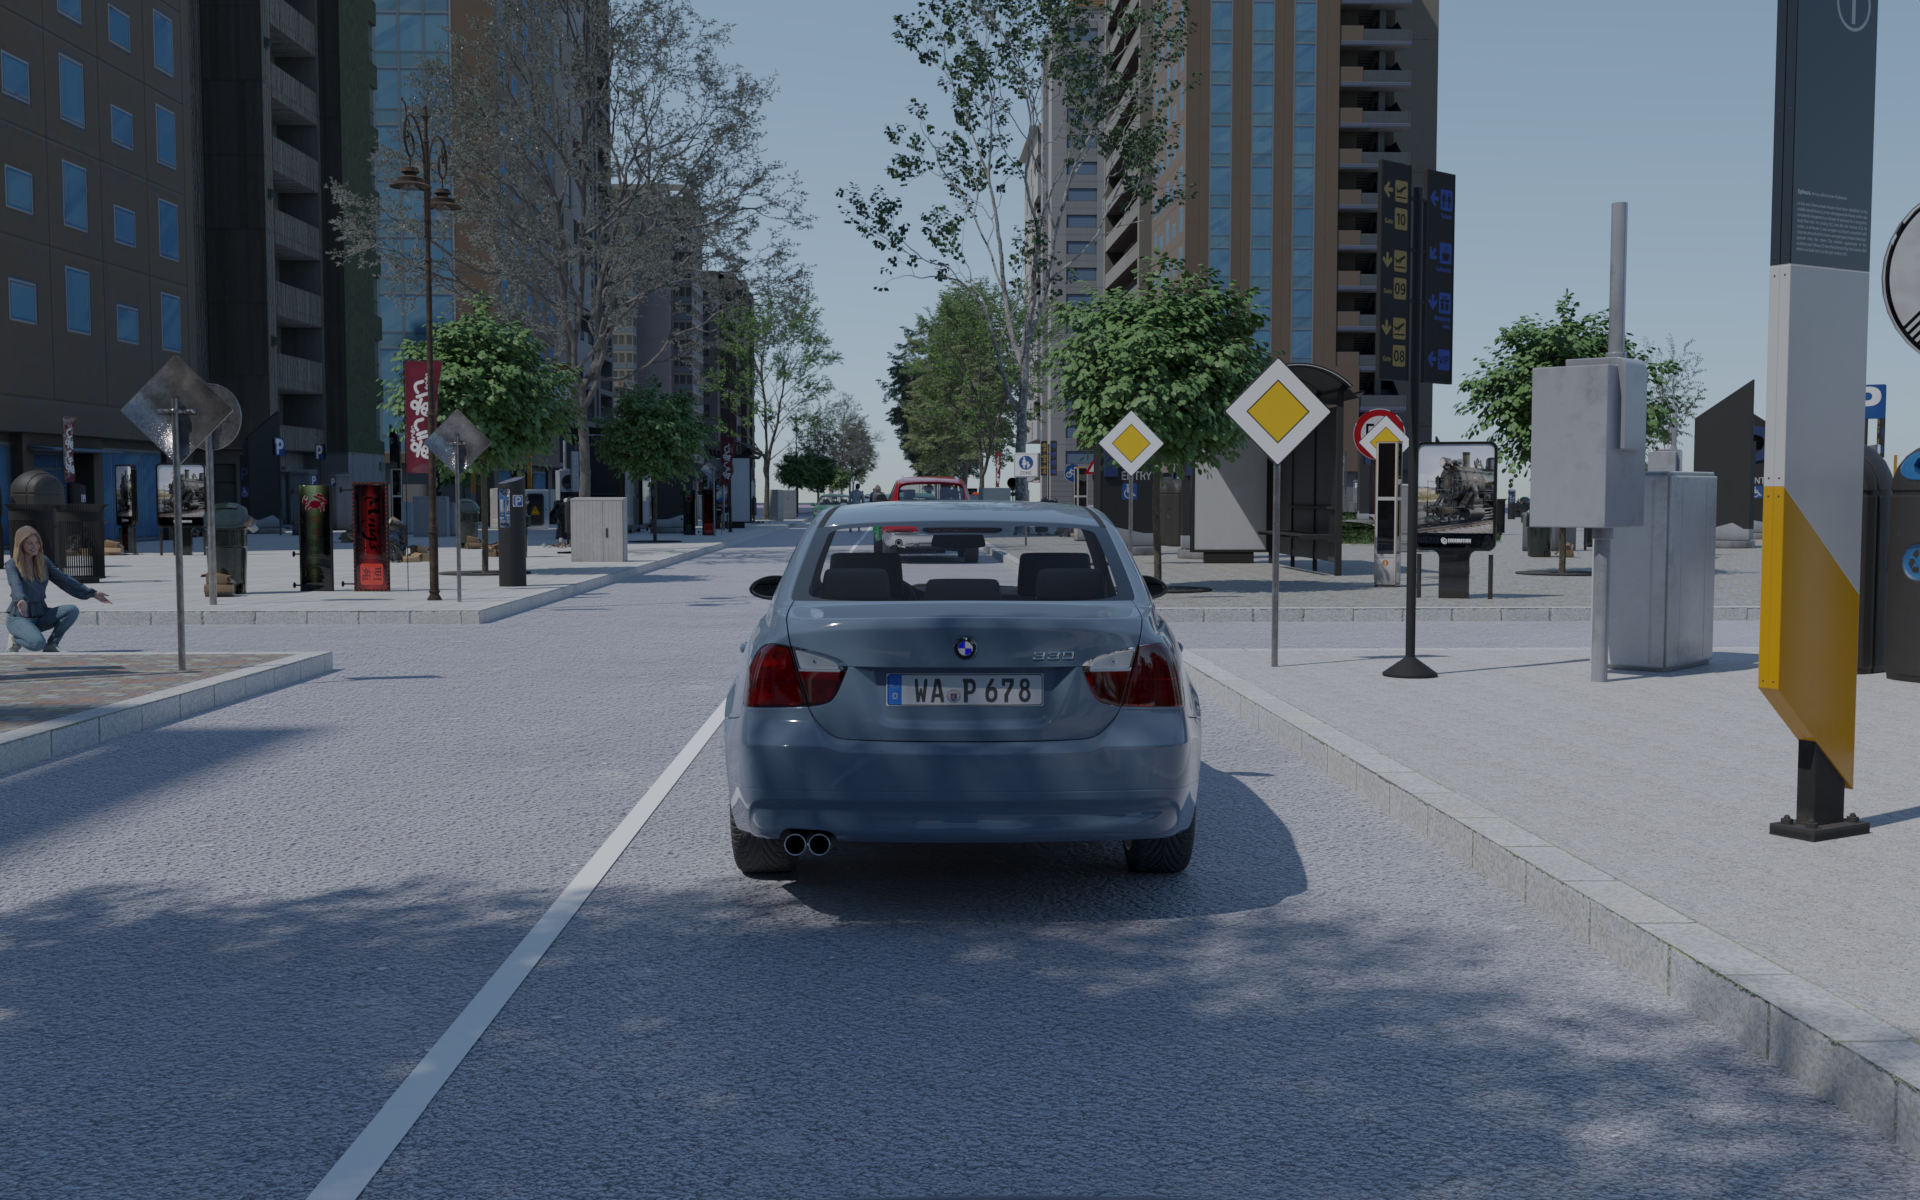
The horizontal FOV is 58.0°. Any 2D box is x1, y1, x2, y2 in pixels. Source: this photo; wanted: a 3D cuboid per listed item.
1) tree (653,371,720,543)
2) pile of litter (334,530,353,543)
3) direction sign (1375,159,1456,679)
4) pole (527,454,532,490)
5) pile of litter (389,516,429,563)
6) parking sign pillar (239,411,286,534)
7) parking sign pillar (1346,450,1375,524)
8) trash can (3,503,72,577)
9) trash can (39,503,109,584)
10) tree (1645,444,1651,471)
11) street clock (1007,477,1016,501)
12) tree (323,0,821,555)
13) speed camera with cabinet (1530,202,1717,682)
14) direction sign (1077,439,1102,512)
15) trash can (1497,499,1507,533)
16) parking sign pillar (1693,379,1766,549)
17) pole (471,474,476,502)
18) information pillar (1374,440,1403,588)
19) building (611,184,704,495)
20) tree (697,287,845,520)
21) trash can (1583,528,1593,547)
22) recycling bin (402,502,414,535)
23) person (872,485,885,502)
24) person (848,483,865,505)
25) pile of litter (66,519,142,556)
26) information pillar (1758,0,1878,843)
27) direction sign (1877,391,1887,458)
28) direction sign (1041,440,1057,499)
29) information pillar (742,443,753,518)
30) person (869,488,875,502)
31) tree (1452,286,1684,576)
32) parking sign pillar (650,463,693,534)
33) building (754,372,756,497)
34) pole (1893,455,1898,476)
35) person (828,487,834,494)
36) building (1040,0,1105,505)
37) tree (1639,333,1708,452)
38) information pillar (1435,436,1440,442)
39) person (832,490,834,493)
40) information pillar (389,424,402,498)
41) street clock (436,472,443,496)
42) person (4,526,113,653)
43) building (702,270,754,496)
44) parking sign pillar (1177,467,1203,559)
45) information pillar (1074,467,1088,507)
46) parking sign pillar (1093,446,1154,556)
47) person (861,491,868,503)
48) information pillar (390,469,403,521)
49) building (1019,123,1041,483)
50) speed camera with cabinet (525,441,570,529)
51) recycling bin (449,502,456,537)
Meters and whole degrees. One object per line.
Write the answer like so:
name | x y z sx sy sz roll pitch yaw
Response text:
tree | -8.093 -3.814 46.077 4.285 4.588 4.351 0 3 0
pile of litter | -16.061 -1.975 46.249 1.176 0.858 1.719 2 4 30
direction sign | 3.169 -1.229 12.093 0.876 3.537 0.379 -3 5 -41
pole | -16.091 -4.336 64.744 0.158 3.312 0.155 0 3 0
pile of litter | -10.524 -1.172 33.129 1.176 0.858 1.719 1 4 14
parking sign pillar | -22.638 -4.133 56.041 1.447 3.967 1.447 2 4 26
parking sign pillar | 17.199 -5.220 73.819 1.447 3.967 1.447 1 4 8
trash can | -14.081 -0.895 26.285 0.748 1.137 0.748 0 3 0
trash can | -12.667 -0.814 24.962 0.748 1.137 0.748 0 3 0
tree | 21.840 -3.740 55.747 1.663 3.219 1.824 0 3 0
street clock | 2.297 -4.327 75.311 0.471 2.002 0.358 2 4 29
tree | -8.024 -7.727 36.710 12.009 13.543 11.850 0 3 0
speed camera with cabinet | 4.811 -1.110 12.479 0.660 3.252 2.038 3 5 43
direction sign | 2.517 -2.388 31.038 0.876 3.537 0.379 1 4 18
trash can | 16.834 -2.620 54.488 0.748 1.137 0.748 0 3 0
parking sign pillar | 18.224 -3.231 41.295 1.447 3.967 1.447 3 4 39
pole | -19.014 -4.515 67.658 0.158 3.312 0.155 0 3 0
information pillar | 5.910 -1.186 23.888 0.304 2.012 0.304 2 4 27
building | -43.323 -31.342 204.314 32.217 40.220 23.993 0 4 -2
tree | -9.518 -9.779 85.644 9.928 11.665 9.643 0 3 0
trash can | 15.438 -1.854 41.962 0.748 1.137 0.748 0 3 0
recycling bin | -17.649 -2.609 55.214 0.722 1.027 0.722 0 4 3
person | -3.143 -3.588 67.351 0.537 1.800 0.526 0 4 1
person | -3.905 -3.476 65.185 0.661 1.843 0.795 1 4 13
pile of litter | -18.034 -1.360 36.197 1.719 0.858 1.176 -1 4 -17
information pillar | 3.172 -0.919 6.383 0.504 3.616 0.183 -2 4 -30
direction sign | 19.970 -2.789 37.604 0.379 3.537 0.876 1 4 19
direction sign | 3.764 -4.985 73.497 0.876 3.537 0.379 3 5 43
information pillar | -9.802 -5.429 80.118 0.504 3.616 0.183 0 4 1
person | -5.899 -6.805 119.623 0.709 1.838 0.599 1 4 13
tree | 9.608 -2.688 27.660 4.285 4.588 4.351 0 3 0
parking sign pillar | -9.436 -4.173 56.703 1.447 3.967 1.447 -2 4 -27
building | -35.768 -28.520 238.001 14.160 30.474 14.107 0 4 -2
pole | 48.703 -5.895 90.234 0.158 3.312 0.155 0 3 0
person | -6.634 -4.933 89.378 0.641 1.798 0.478 -1 4 -20
building | 20.437 -41.032 212.869 21.231 58.520 28.212 0 4 -2
tree | 31.959 -7.848 78.675 4.360 8.622 3.978 0 3 0
information pillar | 19.289 -4.803 69.889 0.183 3.616 0.504 -1 4 -12
person | -7.507 -5.680 102.298 0.756 1.711 0.436 3 4 37
information pillar | -18.890 -4.070 57.897 0.504 3.616 0.183 3 4 39
street clock | -16.797 -3.121 55.591 0.471 2.002 0.358 3 4 36
person | -8.063 -0.083 15.364 0.738 1.151 1.012 2 4 31
building | -34.808 -27.660 223.946 14.160 30.474 14.107 0 4 -2
parking sign pillar | 5.071 -2.815 34.504 1.447 3.967 1.447 0 4 3
information pillar | 3.284 -2.602 47.043 0.304 2.012 0.304 -1 4 -15
parking sign pillar | 3.495 -2.940 36.543 1.447 3.967 1.447 -1 4 -17
person | -8.798 -9.084 157.738 0.721 1.743 1.217 3 4 37
information pillar | -16.315 -2.793 50.161 0.304 2.012 0.304 -1 4 -23
building | 23.312 -39.924 241.997 28.713 52.752 27.495 0 4 -2
speed camera with cabinet | -15.107 -4.231 63.521 2.038 3.252 0.660 -2 4 -29
recycling bin | -15.353 -2.456 52.707 0.722 1.027 0.722 2 4 30
